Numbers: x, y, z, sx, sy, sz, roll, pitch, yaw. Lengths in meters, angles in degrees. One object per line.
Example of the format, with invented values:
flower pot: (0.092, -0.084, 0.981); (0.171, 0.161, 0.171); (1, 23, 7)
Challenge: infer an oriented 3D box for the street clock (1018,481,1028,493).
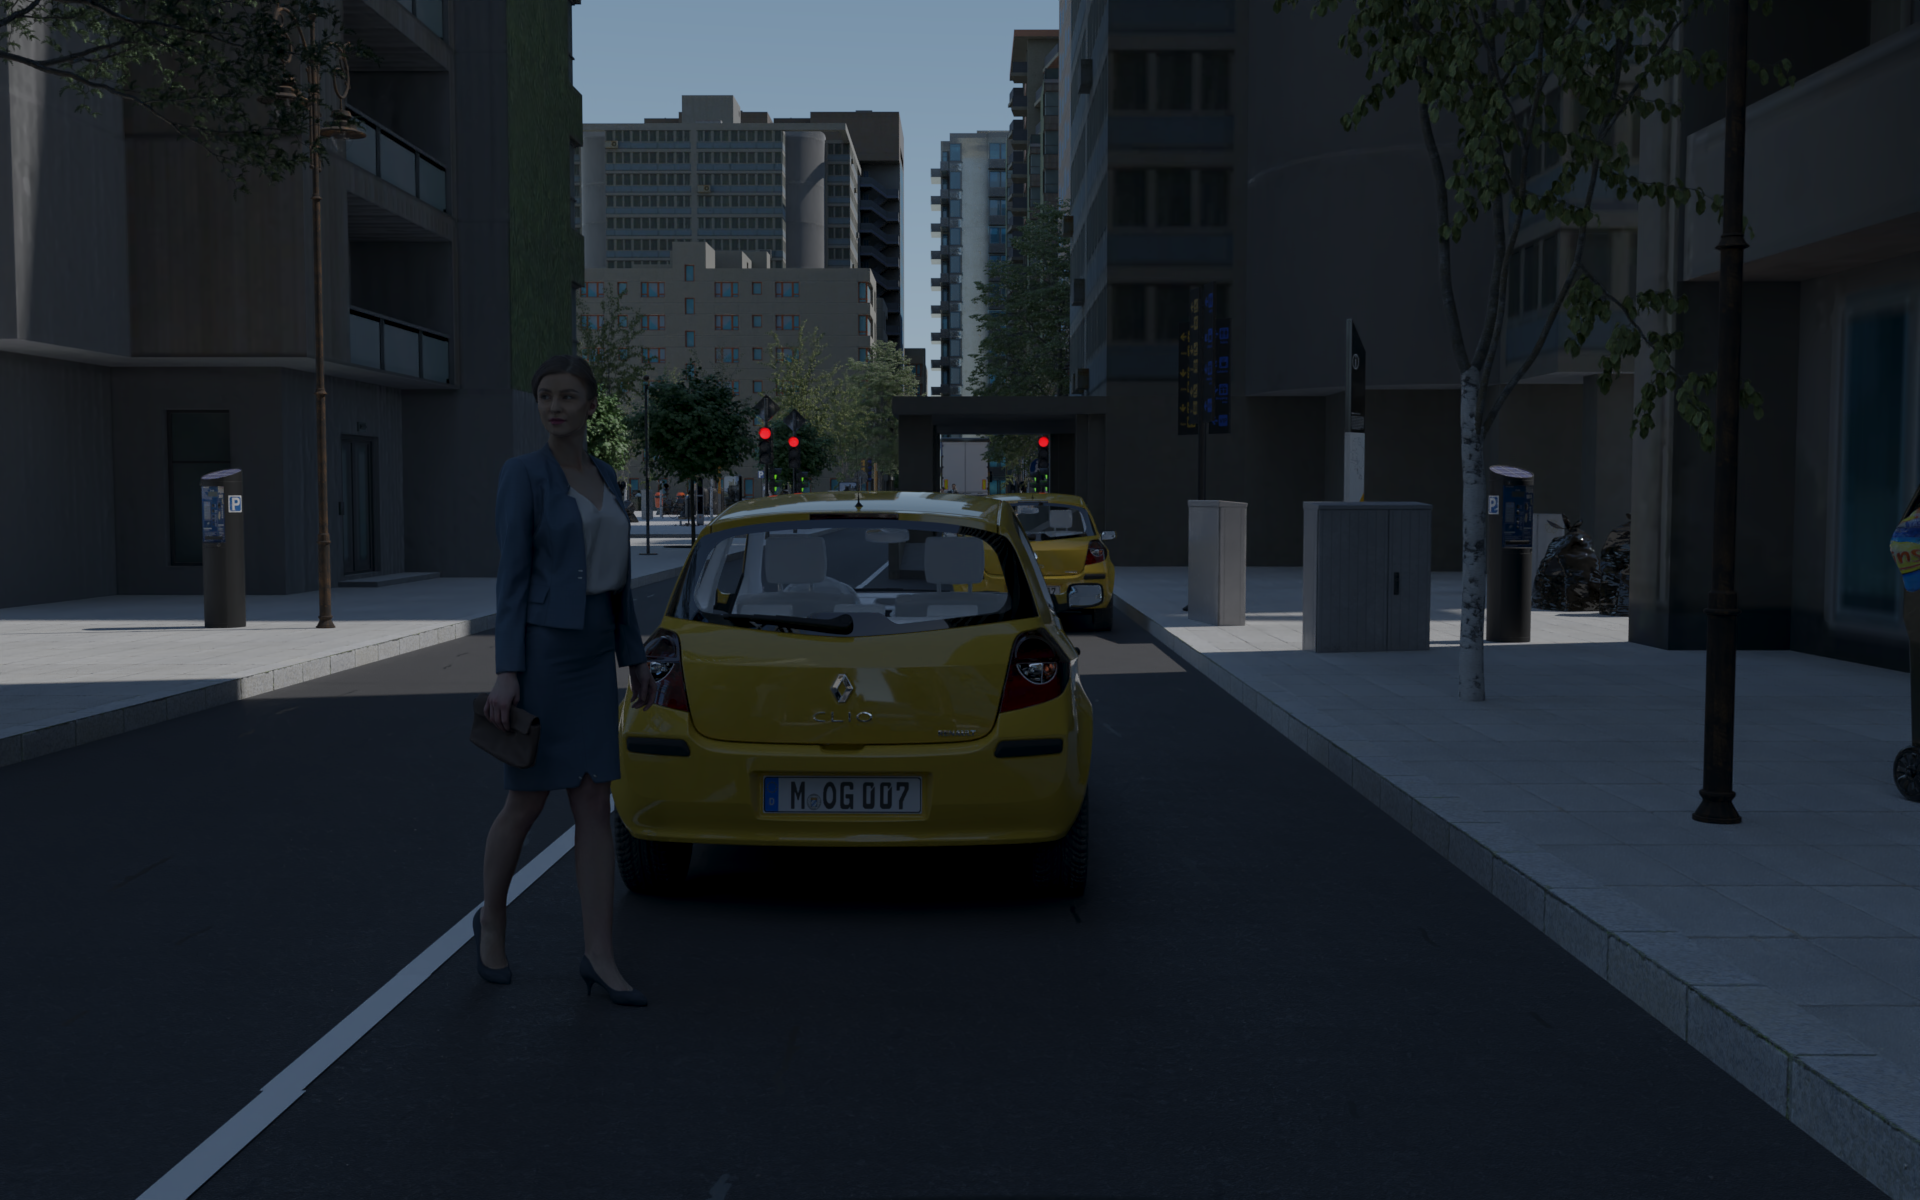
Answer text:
street clock: (3.490, -5.595, 96.052); (0.471, 2.002, 0.358); (-2, 4, -24)

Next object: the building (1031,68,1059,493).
building: (12.544, -21.377, 121.208); (14.160, 30.474, 14.107); (0, 4, 0)

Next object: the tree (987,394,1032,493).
tree: (3.648, -9.752, 109.814); (4.737, 8.622, 4.395); (0, 3, 0)

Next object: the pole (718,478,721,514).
pole: (-14.181, -6.619, 102.068); (0.158, 3.312, 0.155); (0, 3, 0)

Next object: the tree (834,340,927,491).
tree: (-5.568, -12.810, 127.569); (7.486, 12.596, 7.792); (0, 3, 0)

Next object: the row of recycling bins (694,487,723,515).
row of recycling bins: (-15.170, -6.126, 107.269); (1.069, 1.692, 3.534); (2, 4, 27)

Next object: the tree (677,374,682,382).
tree: (-16.745, -8.995, 97.431); (4.737, 8.622, 4.395); (0, 3, 0)

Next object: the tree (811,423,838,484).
tree: (-6.244, -4.885, 63.585); (4.285, 4.588, 4.351); (0, 3, 0)

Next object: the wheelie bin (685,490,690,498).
wheelie bin: (-20.104, -7.456, 129.809); (0.693, 1.594, 0.980); (2, 4, 27)

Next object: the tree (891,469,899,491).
tree: (-6.054, -12.550, 188.897); (4.285, 4.588, 4.351); (0, 3, 0)

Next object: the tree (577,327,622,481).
tree: (-16.125, -7.407, 71.471); (4.360, 8.622, 3.978); (0, 3, 0)

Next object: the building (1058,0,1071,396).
building: (12.699, -27.224, 95.220); (14.600, 45.320, 14.200); (0, 4, 0)

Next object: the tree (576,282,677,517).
tree: (-12.404, -6.669, 59.398); (4.737, 8.622, 4.395); (0, 3, 0)

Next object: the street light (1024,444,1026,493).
street light: (3.341, -7.140, 89.522); (0.468, 5.910, 1.993); (0, 4, 0)

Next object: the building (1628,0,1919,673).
building: (16.414, -23.202, 3.054); (21.300, 48.544, 21.600); (0, 4, 0)

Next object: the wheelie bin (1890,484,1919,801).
wheelie bin: (4.333, 0.052, 7.053); (0.980, 1.594, 0.693); (-1, 4, -9)

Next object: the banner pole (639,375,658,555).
banner pole: (-6.534, -2.828, 36.263); (0.401, 3.779, 0.863); (-1, 4, -14)

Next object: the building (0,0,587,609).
building: (-13.855, -20.800, 23.680); (14.154, 41.232, 14.086); (0, 4, 0)

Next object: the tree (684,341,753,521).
tree: (-12.020, -8.146, 83.553); (4.360, 8.622, 3.978); (0, 3, 0)

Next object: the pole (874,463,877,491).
pole: (-5.528, -7.323, 113.566); (0.158, 3.312, 0.155); (0, 3, 0)

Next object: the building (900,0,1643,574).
building: (14.930, -20.978, 34.874); (32.217, 40.220, 23.993); (0, 4, 0)

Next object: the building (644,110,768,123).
building: (-28.265, -33.587, 199.251); (14.200, 45.320, 14.600); (0, 4, 0)

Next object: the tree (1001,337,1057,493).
tree: (3.516, -7.915, 79.777); (4.360, 8.622, 3.978); (0, 3, 0)

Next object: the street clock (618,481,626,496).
street clock: (-18.191, -5.415, 93.098); (0.471, 2.002, 0.358); (0, 4, 4)

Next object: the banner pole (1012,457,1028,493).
banner pole: (3.726, -6.907, 102.949); (0.863, 3.779, 0.401); (3, 5, 42)

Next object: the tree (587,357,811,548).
tree: (-6.473, -3.546, 41.685); (4.285, 4.588, 4.351); (0, 3, 0)

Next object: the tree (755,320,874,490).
tree: (-6.923, -7.572, 74.167); (4.737, 8.622, 4.395); (0, 3, 0)

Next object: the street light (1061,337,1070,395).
street light: (3.096, -4.627, 48.431); (0.468, 5.910, 1.993); (0, 4, 0)

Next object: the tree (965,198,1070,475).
tree: (4.031, -9.097, 66.865); (7.486, 12.596, 7.792); (0, 3, 0)

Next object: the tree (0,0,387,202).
tree: (-6.805, -4.597, 9.570); (7.601, 10.594, 8.767); (-1, 4, -9)

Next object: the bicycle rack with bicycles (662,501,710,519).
bicycle rack with bicycles: (-14.102, -4.728, 90.689); (2.852, 0.926, 2.925); (3, 5, 43)

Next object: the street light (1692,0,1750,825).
street light: (2.976, -2.070, 6.631); (0.468, 5.910, 1.993); (0, 4, 0)

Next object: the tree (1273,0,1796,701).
tree: (3.208, -3.665, 10.292); (4.737, 8.622, 4.395); (0, 3, 0)

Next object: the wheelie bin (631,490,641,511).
wheelie bin: (-24.333, -7.481, 130.225); (0.980, 1.594, 0.693); (1, 4, 20)

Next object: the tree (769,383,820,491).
tree: (-10.757, -9.952, 113.076); (4.360, 8.622, 3.978); (0, 3, 0)

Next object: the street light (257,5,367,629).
street light: (-6.076, -2.668, 16.411); (0.468, 5.910, 1.993); (0, 4, 0)

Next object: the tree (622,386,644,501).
tree: (-22.781, -10.212, 117.333); (4.360, 8.622, 3.978); (0, 3, 0)

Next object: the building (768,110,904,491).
building: (-13.766, -33.582, 199.169); (14.200, 45.320, 14.600); (0, 4, 0)

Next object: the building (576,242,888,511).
building: (-20.626, -18.484, 147.245); (27.650, 21.520, 28.899); (0, 4, 0)

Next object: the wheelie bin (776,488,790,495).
wheelie bin: (-8.159, -4.386, 79.622); (0.693, 1.594, 0.980); (-1, 4, -19)

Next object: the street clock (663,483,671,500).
street clock: (-19.489, -6.762, 115.121); (0.471, 2.002, 0.358); (1, 4, 16)
